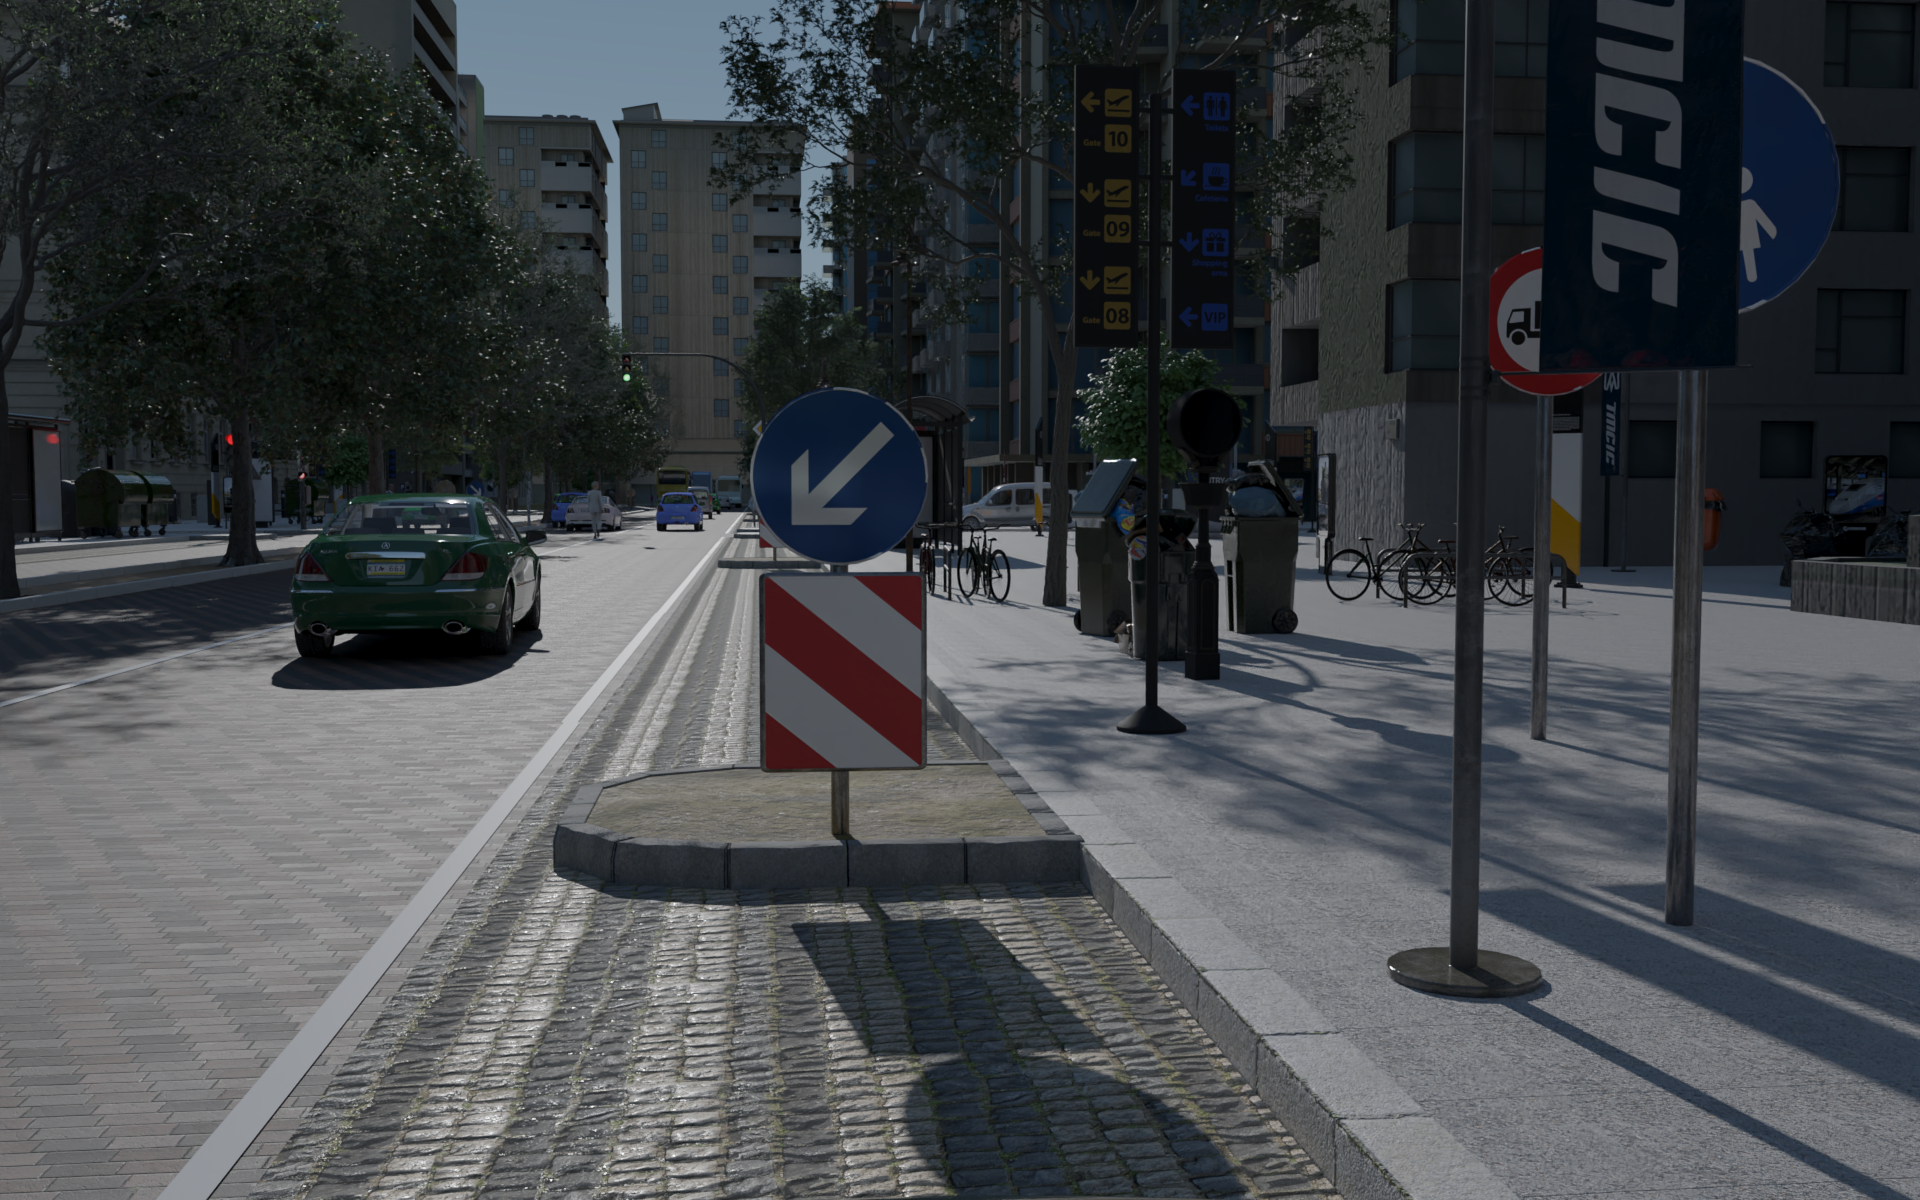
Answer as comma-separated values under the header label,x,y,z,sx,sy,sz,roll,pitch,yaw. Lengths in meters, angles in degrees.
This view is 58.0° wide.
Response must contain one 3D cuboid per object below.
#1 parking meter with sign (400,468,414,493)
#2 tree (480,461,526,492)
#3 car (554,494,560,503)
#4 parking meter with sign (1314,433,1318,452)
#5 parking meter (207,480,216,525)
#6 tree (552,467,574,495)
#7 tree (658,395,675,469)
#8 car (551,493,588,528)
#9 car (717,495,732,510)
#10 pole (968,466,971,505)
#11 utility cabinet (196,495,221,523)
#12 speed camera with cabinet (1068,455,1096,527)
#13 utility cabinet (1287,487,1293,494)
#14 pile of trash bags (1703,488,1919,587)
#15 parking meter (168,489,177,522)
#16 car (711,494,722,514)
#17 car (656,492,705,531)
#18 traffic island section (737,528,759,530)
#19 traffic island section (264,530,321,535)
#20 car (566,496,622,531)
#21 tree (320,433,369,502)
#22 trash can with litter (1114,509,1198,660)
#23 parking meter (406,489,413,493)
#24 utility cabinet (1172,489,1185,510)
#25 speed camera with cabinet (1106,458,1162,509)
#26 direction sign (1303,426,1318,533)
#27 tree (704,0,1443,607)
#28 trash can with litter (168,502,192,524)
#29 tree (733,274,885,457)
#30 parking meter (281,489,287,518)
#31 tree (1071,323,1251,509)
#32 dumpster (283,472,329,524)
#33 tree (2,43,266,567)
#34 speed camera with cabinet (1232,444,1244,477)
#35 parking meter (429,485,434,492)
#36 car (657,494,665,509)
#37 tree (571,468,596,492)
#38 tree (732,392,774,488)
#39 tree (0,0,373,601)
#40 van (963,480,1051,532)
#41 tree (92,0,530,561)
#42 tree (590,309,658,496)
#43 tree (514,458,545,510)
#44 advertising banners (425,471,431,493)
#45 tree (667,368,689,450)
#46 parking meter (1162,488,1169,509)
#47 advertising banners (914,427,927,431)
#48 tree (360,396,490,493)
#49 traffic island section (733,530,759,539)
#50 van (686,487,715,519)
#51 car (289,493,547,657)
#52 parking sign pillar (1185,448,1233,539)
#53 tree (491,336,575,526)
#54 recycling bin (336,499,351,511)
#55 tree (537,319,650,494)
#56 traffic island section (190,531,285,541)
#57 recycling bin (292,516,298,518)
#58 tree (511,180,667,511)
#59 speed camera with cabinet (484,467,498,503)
label,x,y,z,sx,sy,sz,roll,pitch,yaw
parking meter with sign,-34.850,-6.887,108.868,0.543,3.016,1.738,1,4,22
tree,-33.944,-8.849,128.397,4.285,4.588,4.351,0,3,0
car,-28.094,-6.990,123.089,1.959,1.807,4.718,0,4,-5
parking meter with sign,10.834,-3.223,48.965,0.543,3.016,1.738,-2,4,-34
parking meter,-30.750,-4.009,71.258,0.255,1.863,0.399,1,4,15
tree,-36.758,-12.671,157.537,4.737,8.622,4.395,0,3,0
tree,-23.280,-11.726,111.183,9.611,12.733,9.660,0,3,0
car,-16.754,-4.033,75.532,1.945,1.707,3.694,0,4,-5
car,-22.347,-9.138,161.776,2.083,1.381,4.827,0,4,-6
pole,0.577,-7.017,108.567,0.158,3.312,0.155,0,3,0
utility cabinet,-33.570,-4.049,77.369,1.020,1.237,0.306,1,4,11
speed camera with cabinet,4.633,-4.507,68.030,2.038,3.252,0.660,0,4,-2
utility cabinet,10.145,-2.878,55.739,1.173,1.500,0.318,-2,4,-28
pile of trash bags,11.924,-0.900,24.465,3.447,1.369,1.912,3,5,42
parking meter,-35.214,-4.221,77.431,0.372,1.533,0.369,0,3,0
car,-18.023,-7.035,123.819,1.959,1.807,4.718,0,4,-6
car,-11.122,-3.624,68.842,1.945,1.707,3.694,0,4,-6
traffic island section,-7.284,-2.577,64.418,2.009,0.180,2.903,0,4,-7
traffic island section,-23.716,-2.461,62.521,2.009,0.180,2.903,0,4,-7
car,-14.413,-3.417,68.229,2.083,1.381,4.827,0,4,-6
tree,-28.811,-5.963,81.209,4.285,4.588,4.351,0,3,0
trash can with litter,1.465,-0.138,13.648,0.624,1.170,1.055,-1,4,-14
parking meter,-30.432,-5.340,95.713,0.372,1.533,0.369,0,3,0
utility cabinet,9.336,-3.821,71.159,1.173,1.500,0.318,2,4,27
speed camera with cabinet,4.153,-2.884,41.482,0.660,3.252,2.038,2,4,32
direction sign,11.716,-4.005,57.473,0.379,3.537,0.876,-2,4,-33
tree,1.013,-5.185,19.188,8.767,10.594,7.601,1,4,8
trash can with litter,-34.295,-3.863,74.219,2.233,1.210,1.678,0,4,-2
tree,-8.298,-11.834,100.133,9.857,13.997,8.962,0,3,0
parking meter,-36.213,-5.167,92.890,0.372,1.533,0.369,0,3,0
tree,3.853,-3.032,33.294,4.285,4.588,4.351,0,3,0
dumpster,-27.997,-4.380,74.103,1.502,2.255,1.985,0,4,-7
tree,-14.158,-7.001,33.936,9.611,12.733,9.660,0,3,0
speed camera with cabinet,11.131,-4.378,65.919,2.038,3.252,0.660,0,4,-1
parking meter,-33.966,-6.461,111.347,0.255,1.863,0.399,-2,4,-35
car,-21.423,-7.135,128.447,2.131,1.459,4.920,0,4,-5
tree,-39.675,-12.153,182.411,4.285,4.588,4.351,0,3,0
tree,-20.906,-17.620,205.099,9.611,12.733,9.660,0,3,0
tree,-12.974,-6.744,23.086,12.009,13.543,11.850,0,3,0
van,1.591,-3.370,62.108,4.112,2.044,2.013,0,4,-6
tree,-14.906,-7.617,43.998,9.611,12.733,9.660,0,3,0
tree,-19.975,-10.055,83.857,9.611,12.733,9.660,0,3,0
tree,-34.734,-13.373,136.775,7.486,12.596,7.792,0,3,0
advertising banners,-33.755,-6.955,109.898,0.090,3.025,2.074,-2,4,-26
tree,-24.351,-12.855,123.013,12.009,13.543,11.850,0,3,0
parking meter,8.663,-3.973,73.370,0.372,1.533,0.369,0,3,0
advertising banners,-1.820,-2.873,43.153,2.074,3.025,0.090,-1,4,-14
tree,-31.393,-11.108,99.749,7.486,12.596,7.792,0,3,0
traffic island section,-6.363,-2.092,56.486,2.009,0.180,2.903,0,4,-7
van,-15.346,-5.779,101.499,2.013,2.044,4.112,-1,4,-9
car,-5.138,-0.304,16.766,2.131,1.459,4.920,-1,4,-8
parking sign pillar,7.199,-3.767,50.070,1.447,3.967,1.447,1,4,21
tree,-19.167,-7.583,76.808,4.360,8.622,3.978,0,3,0
recycling bin,-32.172,-4.777,90.652,0.722,1.027,0.722,0,4,-2
tree,-21.997,-10.595,101.447,9.928,11.665,9.643,0,3,0
traffic island section,-22.795,-1.976,54.589,2.009,0.180,2.903,0,4,-7
recycling bin,-36.173,-4.990,94.147,0.722,1.027,0.722,3,4,36
tree,-17.897,-9.461,67.511,12.009,13.543,11.850,0,3,0
speed camera with cabinet,-34.465,-8.007,125.250,2.038,3.252,0.660,1,4,12
